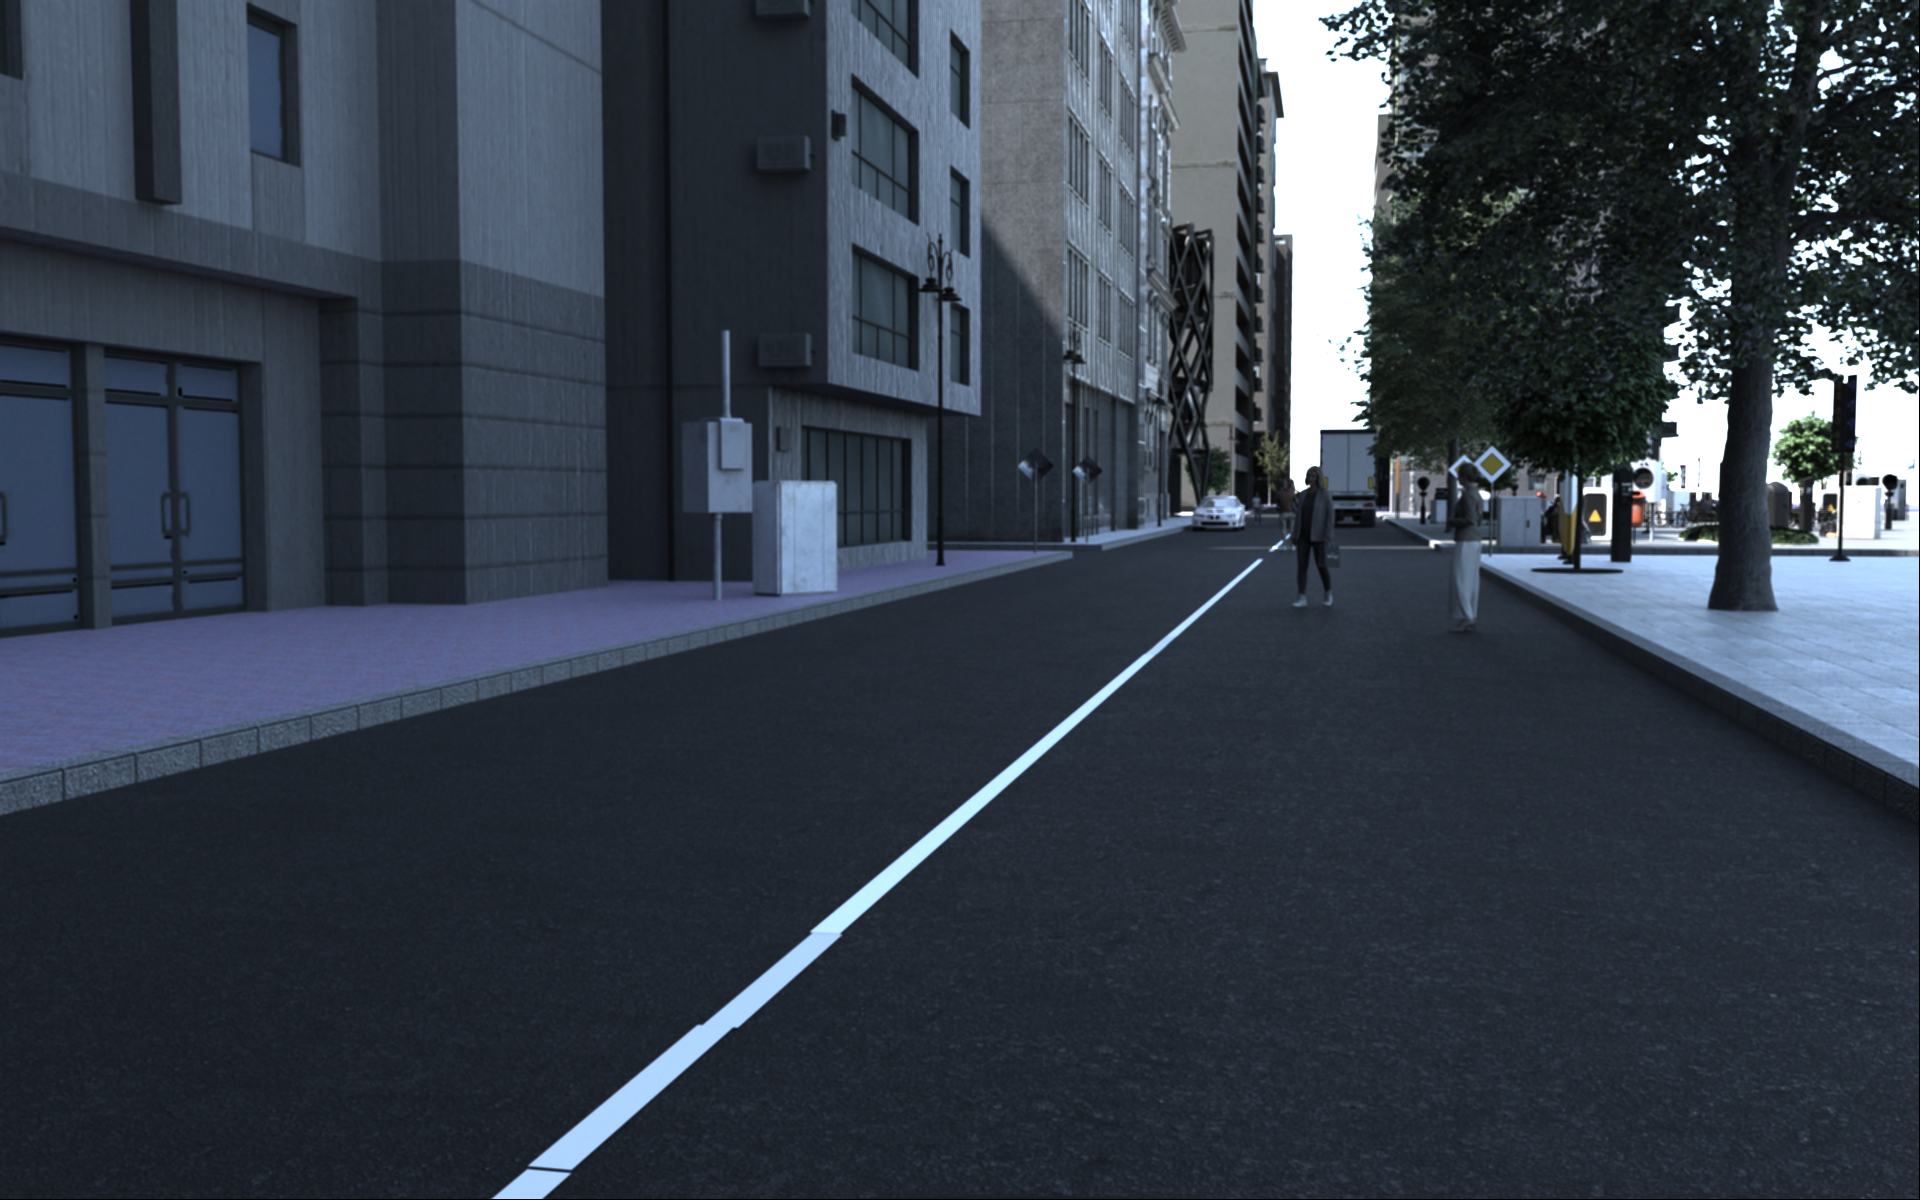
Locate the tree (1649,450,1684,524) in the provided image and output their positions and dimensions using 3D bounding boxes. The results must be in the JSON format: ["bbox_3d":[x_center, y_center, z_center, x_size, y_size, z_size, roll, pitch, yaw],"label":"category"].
[{"bbox_3d":[30.650,-4.972,75.893,1.663,3.219,1.824,0,3,0],"label":"tree"}]

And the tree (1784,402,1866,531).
[{"bbox_3d":[29.956,-4.735,61.131,4.285,4.588,4.351,0,3,0],"label":"tree"}]

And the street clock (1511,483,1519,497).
[{"bbox_3d":[36.516,-6.700,114.111,0.471,2.002,0.358,0,4,0],"label":"street clock"}]

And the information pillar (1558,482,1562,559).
[{"bbox_3d":[11.880,-2.608,33.990,0.183,3.616,0.504,0,4,6],"label":"information pillar"}]

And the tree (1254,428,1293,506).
[{"bbox_3d":[34.933,-14.894,193.879,4.737,8.622,4.395,0,3,0],"label":"tree"}]

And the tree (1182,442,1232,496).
[{"bbox_3d":[15.384,-7.557,107.266,4.285,4.588,4.351,0,3,0],"label":"tree"}]

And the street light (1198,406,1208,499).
[{"bbox_3d":[12.698,-7.205,90.584,0.468,5.910,1.993,1,4,12],"label":"street light"}]

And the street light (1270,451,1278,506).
[{"bbox_3d":[33.779,-13.124,187.364,0.468,5.910,1.993,1,4,12],"label":"street light"}]

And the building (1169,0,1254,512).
[{"bbox_3d":[10.858,-31.055,131.446,21.300,48.544,21.600,1,4,12],"label":"building"}]

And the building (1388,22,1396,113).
[{"bbox_3d":[72.073,-50.179,258.675,20.563,71.187,20.611,1,4,12],"label":"building"}]

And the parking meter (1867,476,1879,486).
[{"bbox_3d":[29.868,-3.118,56.698,0.255,1.863,0.399,0,4,5],"label":"parking meter"}]

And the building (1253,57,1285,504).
[{"bbox_3d":[25.481,-38.380,216.752,28.713,52.752,27.495,1,4,12],"label":"building"}]

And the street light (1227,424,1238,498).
[{"bbox_3d":[17.610,-8.556,112.677,0.468,5.910,1.993,1,4,12],"label":"street light"}]

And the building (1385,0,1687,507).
[{"bbox_3d":[46.985,-29.919,143.795,22.147,44.769,28.867,1,4,12],"label":"building"}]

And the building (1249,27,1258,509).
[{"bbox_3d":[17.922,-28.444,148.656,14.154,41.232,14.086,1,4,12],"label":"building"}]

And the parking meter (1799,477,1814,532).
[{"bbox_3d":[28.552,-3.226,58.450,0.399,1.863,0.255,-1,4,-9],"label":"parking meter"}]

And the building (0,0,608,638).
[{"bbox_3d":[-18.098,-28.670,10.755,21.231,58.520,28.212,1,4,12],"label":"building"}]

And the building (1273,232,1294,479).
[{"bbox_3d":[43.629,-35.591,265.502,14.154,41.232,14.086,1,4,12],"label":"building"}]

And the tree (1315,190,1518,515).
[{"bbox_3d":[28.013,-15.216,104.677,12.611,20.169,13.585,0,3,0],"label":"tree"}]

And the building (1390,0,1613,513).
[{"bbox_3d":[38.100,-26.910,123.577,14.154,41.232,14.086,1,4,12],"label":"building"}]

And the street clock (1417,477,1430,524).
[{"bbox_3d":[19.640,-4.212,73.431,0.471,2.002,0.358,0,4,4],"label":"street clock"}]

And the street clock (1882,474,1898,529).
[{"bbox_3d":[33.771,-3.571,62.954,0.471,2.002,0.358,1,4,12],"label":"street clock"}]

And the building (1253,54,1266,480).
[{"bbox_3d":[18.581,-31.606,171.380,22.147,44.769,28.867,1,4,12],"label":"building"}]

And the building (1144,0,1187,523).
[{"bbox_3d":[2.147,-17.722,77.140,14.401,28.519,23.554,1,4,12],"label":"building"}]

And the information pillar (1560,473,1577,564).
[{"bbox_3d":[11.261,-2.468,31.712,0.183,3.616,0.504,3,5,40],"label":"information pillar"}]

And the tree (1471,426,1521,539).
[{"bbox_3d":[15.112,-3.350,49.371,1.663,3.219,1.824,0,3,0],"label":"tree"}]

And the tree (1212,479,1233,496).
[{"bbox_3d":[17.777,-7.549,118.022,1.663,3.219,1.824,0,3,0],"label":"tree"}]

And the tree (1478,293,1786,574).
[{"bbox_3d":[10.130,-2.738,28.479,4.285,4.588,4.351,0,3,0],"label":"tree"}]

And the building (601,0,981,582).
[{"bbox_3d":[-7.167,-15.939,32.300,14.107,30.474,14.160,1,4,12],"label":"building"}]

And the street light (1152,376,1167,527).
[{"bbox_3d":[7.879,-5.840,68.275,0.468,5.910,1.993,1,4,12],"label":"street light"}]

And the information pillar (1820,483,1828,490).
[{"bbox_3d":[55.486,-6.531,111.274,0.304,2.012,0.304,-2,4,-28],"label":"information pillar"}]

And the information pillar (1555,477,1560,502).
[{"bbox_3d":[25.735,-4.269,74.290,0.304,2.012,0.304,3,5,44],"label":"information pillar"}]

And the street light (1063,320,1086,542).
[{"bbox_3d":[3.031,-4.484,46.108,0.468,5.910,1.993,1,4,12],"label":"street light"}]

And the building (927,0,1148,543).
[{"bbox_3d":[-1.074,-14.535,55.666,12.078,24.808,19.932,1,4,12],"label":"building"}]

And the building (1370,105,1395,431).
[{"bbox_3d":[60.668,-35.773,208.598,21.300,48.544,21.600,1,4,12],"label":"building"}]

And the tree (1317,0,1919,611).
[{"bbox_3d":[8.813,-6.866,18.914,9.857,13.997,8.962,0,3,0],"label":"tree"}]

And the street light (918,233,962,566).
[{"bbox_3d":[-0.349,-3.555,30.913,0.468,5.910,1.993,1,4,12],"label":"street light"}]

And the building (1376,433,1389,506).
[{"bbox_3d":[53.181,-52.543,171.752,22.319,86.520,31.000,1,4,12],"label":"building"}]

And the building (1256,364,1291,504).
[{"bbox_3d":[32.604,-24.554,246.503,27.650,21.520,28.899,1,4,12],"label":"building"}]

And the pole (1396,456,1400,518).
[{"bbox_3d":[23.350,-6.024,92.343,0.158,3.312,0.155,0,3,0],"label":"pole"}]

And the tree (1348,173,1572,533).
[{"bbox_3d":[16.792,-8.506,57.203,7.486,12.596,7.792,0,3,0],"label":"tree"}]

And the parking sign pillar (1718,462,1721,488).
[{"bbox_3d":[44.838,-6.865,100.709,1.447,3.967,1.447,-3,5,-41],"label":"parking sign pillar"}]

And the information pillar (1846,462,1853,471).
[{"bbox_3d":[41.498,-5.484,81.019,0.504,3.616,0.183,0,4,5],"label":"information pillar"}]

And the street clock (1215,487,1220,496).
[{"bbox_3d":[16.563,-6.534,111.402,0.358,2.002,0.471,1,4,13],"label":"street clock"}]

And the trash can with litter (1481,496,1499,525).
[{"bbox_3d":[21.777,-3.716,71.822,2.233,1.210,1.678,1,4,12],"label":"trash can with litter"}]

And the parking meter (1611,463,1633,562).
[{"bbox_3d":[12.493,-1.650,32.683,0.255,1.863,0.399,0,4,-3],"label":"parking meter"}]

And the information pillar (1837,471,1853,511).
[{"bbox_3d":[28.442,-3.131,55.685,0.304,2.012,0.304,-1,4,-15],"label":"information pillar"}]

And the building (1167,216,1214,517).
[{"bbox_3d":[5.648,-14.058,97.294,16.820,18.784,16.811,1,4,12],"label":"building"}]
